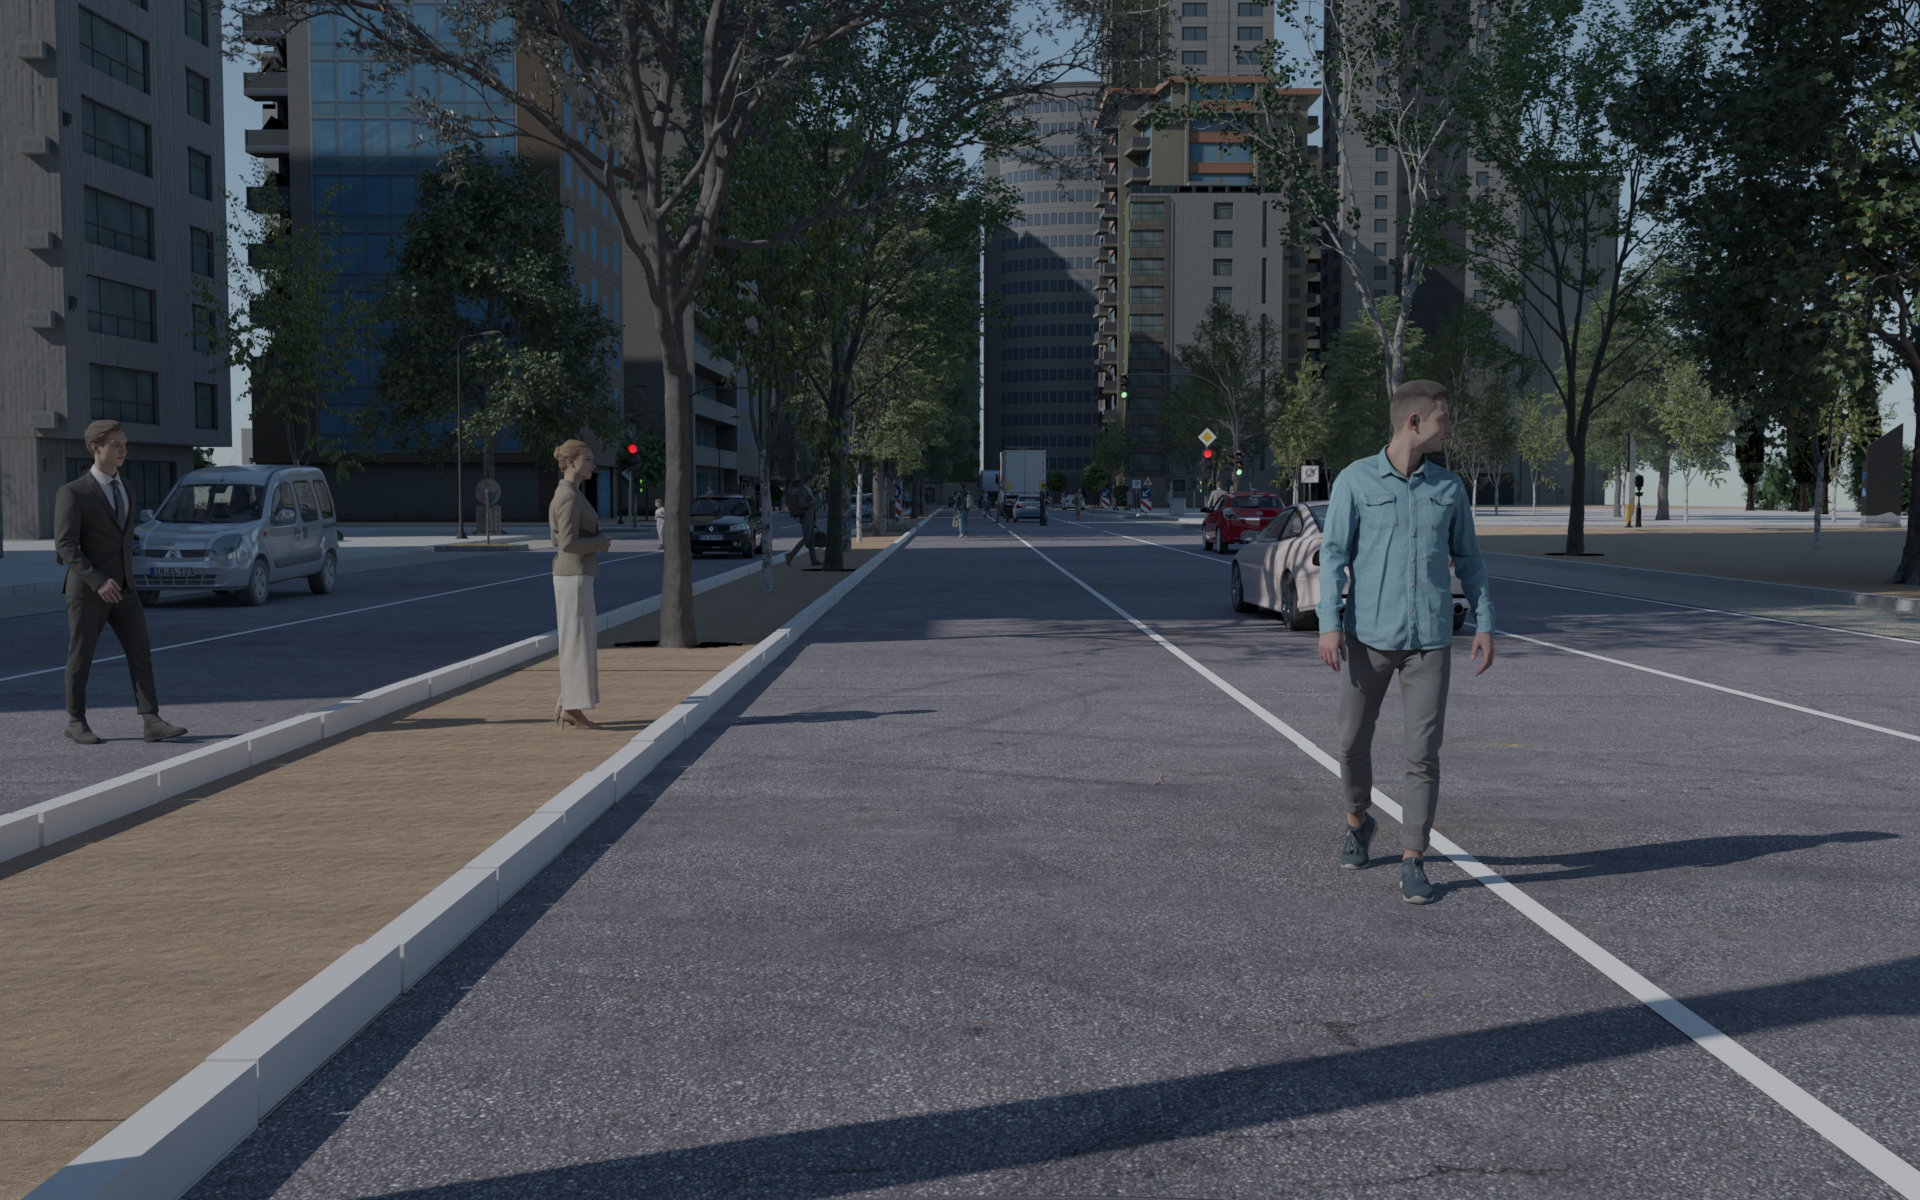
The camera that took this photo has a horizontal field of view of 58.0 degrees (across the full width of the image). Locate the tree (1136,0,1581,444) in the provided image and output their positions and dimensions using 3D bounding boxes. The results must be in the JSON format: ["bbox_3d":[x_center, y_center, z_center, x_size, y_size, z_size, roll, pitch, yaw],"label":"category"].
[{"bbox_3d":[12.263,-12.054,52.977,12.611,20.169,13.585,0,3,0],"label":"tree"}]

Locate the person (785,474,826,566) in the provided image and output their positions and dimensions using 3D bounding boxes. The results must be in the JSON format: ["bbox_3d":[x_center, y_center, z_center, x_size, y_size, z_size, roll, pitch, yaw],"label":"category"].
[{"bbox_3d":[-3.063,-1.583,34.347,0.822,1.834,0.622,0,4,-5],"label":"person"}]

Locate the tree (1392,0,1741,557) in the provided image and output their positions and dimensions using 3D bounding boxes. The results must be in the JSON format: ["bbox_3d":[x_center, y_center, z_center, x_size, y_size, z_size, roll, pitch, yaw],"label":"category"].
[{"bbox_3d":[12.789,-6.718,35.593,9.928,11.665,9.643,0,3,0],"label":"tree"}]

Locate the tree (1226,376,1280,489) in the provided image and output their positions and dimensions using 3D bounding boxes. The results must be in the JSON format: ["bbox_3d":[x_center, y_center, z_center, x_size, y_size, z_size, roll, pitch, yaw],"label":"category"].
[{"bbox_3d":[18.221,-9.698,108.917,4.360,8.622,3.978,0,3,0],"label":"tree"}]

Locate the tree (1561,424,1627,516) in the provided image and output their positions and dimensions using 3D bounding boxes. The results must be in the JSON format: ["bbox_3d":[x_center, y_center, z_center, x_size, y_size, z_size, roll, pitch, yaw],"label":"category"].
[{"bbox_3d":[39.396,-9.346,103.165,4.737,8.622,4.395,0,3,0],"label":"tree"}]

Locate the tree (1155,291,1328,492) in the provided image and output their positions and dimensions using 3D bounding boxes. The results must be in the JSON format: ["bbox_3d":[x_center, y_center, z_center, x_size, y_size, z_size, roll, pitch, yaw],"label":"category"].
[{"bbox_3d":[12.523,-8.913,80.132,7.601,10.594,8.767,0,4,4],"label":"tree"}]

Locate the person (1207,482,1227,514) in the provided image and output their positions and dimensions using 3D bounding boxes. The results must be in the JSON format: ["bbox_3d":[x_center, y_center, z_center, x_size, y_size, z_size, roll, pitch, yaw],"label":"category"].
[{"bbox_3d":[8.079,-2.792,54.271,0.709,1.813,0.853,0,4,2],"label":"person"}]

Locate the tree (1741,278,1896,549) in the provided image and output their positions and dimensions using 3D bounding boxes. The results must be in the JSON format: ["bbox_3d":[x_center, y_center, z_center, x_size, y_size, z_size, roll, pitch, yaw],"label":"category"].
[{"bbox_3d":[19.917,-5.496,40.228,4.360,8.622,3.978,0,3,0],"label":"tree"}]

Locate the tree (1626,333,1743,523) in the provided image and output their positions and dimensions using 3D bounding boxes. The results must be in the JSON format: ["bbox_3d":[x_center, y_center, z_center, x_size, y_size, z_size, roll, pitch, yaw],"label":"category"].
[{"bbox_3d":[32.715,-7.781,77.586,4.737,8.622,4.395,0,3,0],"label":"tree"}]

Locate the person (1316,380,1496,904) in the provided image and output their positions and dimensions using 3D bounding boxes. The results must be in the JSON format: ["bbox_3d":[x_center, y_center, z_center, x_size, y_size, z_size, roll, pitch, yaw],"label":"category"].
[{"bbox_3d":[1.630,0.123,6.355,0.638,1.841,0.748,1,4,12],"label":"person"}]

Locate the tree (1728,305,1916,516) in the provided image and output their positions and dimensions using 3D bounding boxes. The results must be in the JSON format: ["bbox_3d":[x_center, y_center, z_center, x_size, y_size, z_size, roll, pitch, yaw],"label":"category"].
[{"bbox_3d":[63.012,-13.844,128.175,13.155,14.587,18.604,-1,4,-18],"label":"tree"}]

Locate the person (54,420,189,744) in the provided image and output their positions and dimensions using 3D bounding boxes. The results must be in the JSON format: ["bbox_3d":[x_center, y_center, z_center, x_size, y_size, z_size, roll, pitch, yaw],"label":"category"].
[{"bbox_3d":[-4.830,-0.101,9.922,0.755,1.850,0.659,1,4,21],"label":"person"}]

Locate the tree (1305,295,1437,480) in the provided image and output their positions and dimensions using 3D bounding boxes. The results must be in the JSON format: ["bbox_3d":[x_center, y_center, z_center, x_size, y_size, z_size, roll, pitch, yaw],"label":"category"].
[{"bbox_3d":[23.924,-11.090,99.451,7.486,12.596,7.792,0,3,0],"label":"tree"}]

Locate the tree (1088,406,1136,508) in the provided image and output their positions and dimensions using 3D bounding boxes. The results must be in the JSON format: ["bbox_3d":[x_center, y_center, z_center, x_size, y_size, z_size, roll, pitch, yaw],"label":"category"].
[{"bbox_3d":[12.906,-11.951,145.769,4.737,8.622,4.395,0,3,0],"label":"tree"}]

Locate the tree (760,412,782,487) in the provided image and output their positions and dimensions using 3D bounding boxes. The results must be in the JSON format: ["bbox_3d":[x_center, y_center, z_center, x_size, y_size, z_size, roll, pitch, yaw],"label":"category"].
[{"bbox_3d":[-15.123,-12.047,147.332,4.360,8.622,3.978,0,3,0],"label":"tree"}]

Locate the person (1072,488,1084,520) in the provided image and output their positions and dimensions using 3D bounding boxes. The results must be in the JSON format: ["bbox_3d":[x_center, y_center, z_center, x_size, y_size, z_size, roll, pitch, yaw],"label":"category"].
[{"bbox_3d":[6.460,-5.262,94.885,0.716,1.782,0.532,-2,4,-24],"label":"person"}]

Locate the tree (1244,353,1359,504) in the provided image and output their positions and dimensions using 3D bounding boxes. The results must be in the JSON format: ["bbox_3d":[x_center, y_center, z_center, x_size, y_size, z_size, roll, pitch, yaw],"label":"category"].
[{"bbox_3d":[17.701,-8.603,91.024,4.737,8.622,4.395,0,3,0],"label":"tree"}]

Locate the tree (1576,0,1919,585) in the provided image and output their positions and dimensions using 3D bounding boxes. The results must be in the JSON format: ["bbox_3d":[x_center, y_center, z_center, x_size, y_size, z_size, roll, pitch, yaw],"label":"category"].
[{"bbox_3d":[13.837,-6.576,24.529,9.611,12.733,9.660,0,3,0],"label":"tree"}]

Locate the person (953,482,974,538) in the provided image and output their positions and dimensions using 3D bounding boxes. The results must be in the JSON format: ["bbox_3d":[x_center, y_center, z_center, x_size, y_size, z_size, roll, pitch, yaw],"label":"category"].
[{"bbox_3d":[0.060,-2.941,56.570,0.794,1.824,0.713,0,3,0],"label":"person"}]

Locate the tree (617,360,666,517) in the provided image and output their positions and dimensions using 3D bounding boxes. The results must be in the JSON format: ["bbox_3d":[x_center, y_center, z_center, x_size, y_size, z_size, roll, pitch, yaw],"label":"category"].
[{"bbox_3d":[-18.149,-8.873,95.438,4.360,8.622,3.978,0,3,0],"label":"tree"}]

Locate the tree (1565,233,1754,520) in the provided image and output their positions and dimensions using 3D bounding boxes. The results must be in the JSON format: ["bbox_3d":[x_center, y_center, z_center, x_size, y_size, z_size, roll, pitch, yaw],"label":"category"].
[{"bbox_3d":[35.040,-10.950,85.693,9.857,13.997,8.962,0,3,0],"label":"tree"}]

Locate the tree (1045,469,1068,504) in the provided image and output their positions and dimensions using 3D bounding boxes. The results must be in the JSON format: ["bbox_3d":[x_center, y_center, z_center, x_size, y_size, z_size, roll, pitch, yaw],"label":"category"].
[{"bbox_3d":[12.446,-14.714,224.287,4.285,4.588,4.351,0,3,0],"label":"tree"}]

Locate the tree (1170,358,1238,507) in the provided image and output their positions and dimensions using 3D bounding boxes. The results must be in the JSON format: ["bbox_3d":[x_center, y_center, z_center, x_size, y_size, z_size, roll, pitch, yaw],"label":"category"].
[{"bbox_3d":[18.771,-12.287,126.652,9.928,11.665,9.643,0,3,0],"label":"tree"}]

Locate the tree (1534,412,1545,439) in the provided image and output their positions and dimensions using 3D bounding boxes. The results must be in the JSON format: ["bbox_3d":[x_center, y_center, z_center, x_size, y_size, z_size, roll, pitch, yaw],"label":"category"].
[{"bbox_3d":[32.072,-9.318,102.713,4.360,8.622,3.978,0,3,0],"label":"tree"}]

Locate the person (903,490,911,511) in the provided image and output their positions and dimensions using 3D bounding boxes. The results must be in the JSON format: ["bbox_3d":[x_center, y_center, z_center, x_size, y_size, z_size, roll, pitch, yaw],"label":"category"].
[{"bbox_3d":[-4.519,-8.465,146.918,0.660,1.820,0.620,-1,4,-16],"label":"person"}]

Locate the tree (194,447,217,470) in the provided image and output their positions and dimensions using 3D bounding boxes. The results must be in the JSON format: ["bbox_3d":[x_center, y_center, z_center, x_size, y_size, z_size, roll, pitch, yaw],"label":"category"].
[{"bbox_3d":[-45.222,-7.189,101.257,4.285,4.588,4.351,0,3,0],"label":"tree"}]

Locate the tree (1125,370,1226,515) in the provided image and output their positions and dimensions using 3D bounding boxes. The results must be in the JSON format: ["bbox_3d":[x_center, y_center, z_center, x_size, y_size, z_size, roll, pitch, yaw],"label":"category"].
[{"bbox_3d":[12.885,-9.392,103.920,4.360,8.622,3.978,0,3,0],"label":"tree"}]

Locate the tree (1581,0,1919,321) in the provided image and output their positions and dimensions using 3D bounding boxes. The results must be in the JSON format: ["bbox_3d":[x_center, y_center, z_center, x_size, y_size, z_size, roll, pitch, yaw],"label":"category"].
[{"bbox_3d":[29.440,-12.189,55.176,12.611,20.169,13.585,0,3,0],"label":"tree"}]

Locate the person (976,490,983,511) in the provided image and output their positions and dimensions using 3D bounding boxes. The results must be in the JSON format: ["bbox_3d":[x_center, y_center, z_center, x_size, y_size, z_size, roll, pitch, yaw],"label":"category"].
[{"bbox_3d":[1.776,-8.539,148.297,0.419,1.800,0.721,-3,5,-40],"label":"person"}]

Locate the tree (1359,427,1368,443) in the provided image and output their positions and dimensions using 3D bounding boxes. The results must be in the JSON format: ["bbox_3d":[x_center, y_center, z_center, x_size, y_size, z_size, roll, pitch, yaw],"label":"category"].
[{"bbox_3d":[23.360,-9.603,107.363,4.737,8.622,4.395,0,3,0],"label":"tree"}]

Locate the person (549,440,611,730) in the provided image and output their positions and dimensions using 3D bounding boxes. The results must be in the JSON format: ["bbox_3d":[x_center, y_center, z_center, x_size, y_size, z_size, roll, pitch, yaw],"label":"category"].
[{"bbox_3d":[-2.285,-0.087,10.466,0.362,1.759,0.519,-1,4,-17],"label":"person"}]

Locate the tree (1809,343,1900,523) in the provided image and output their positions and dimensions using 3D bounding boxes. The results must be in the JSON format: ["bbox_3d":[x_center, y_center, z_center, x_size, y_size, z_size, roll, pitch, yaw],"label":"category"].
[{"bbox_3d":[38.719,-7.684,76.001,4.737,8.622,4.395,0,3,0],"label":"tree"}]

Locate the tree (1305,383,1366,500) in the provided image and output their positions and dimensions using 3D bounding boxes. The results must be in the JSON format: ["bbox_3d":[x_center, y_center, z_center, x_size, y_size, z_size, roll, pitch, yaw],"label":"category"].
[{"bbox_3d":[24.335,-9.983,113.586,4.360,8.622,3.978,0,3,0],"label":"tree"}]

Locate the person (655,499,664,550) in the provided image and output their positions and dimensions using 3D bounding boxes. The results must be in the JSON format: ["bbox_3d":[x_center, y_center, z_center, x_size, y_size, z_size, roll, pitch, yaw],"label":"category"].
[{"bbox_3d":[-7.744,-1.958,44.789,0.425,1.301,0.394,1,4,22],"label":"person"}]

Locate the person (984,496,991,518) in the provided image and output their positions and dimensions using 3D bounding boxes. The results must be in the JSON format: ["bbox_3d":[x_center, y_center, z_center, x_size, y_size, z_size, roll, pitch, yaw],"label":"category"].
[{"bbox_3d":[1.701,-5.659,105.294,0.475,1.303,0.640,3,4,39],"label":"person"}]

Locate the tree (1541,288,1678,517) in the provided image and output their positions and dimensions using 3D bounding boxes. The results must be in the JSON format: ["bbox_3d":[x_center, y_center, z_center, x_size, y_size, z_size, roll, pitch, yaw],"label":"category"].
[{"bbox_3d":[35.892,-10.833,95.253,7.486,12.596,7.792,0,3,0],"label":"tree"}]

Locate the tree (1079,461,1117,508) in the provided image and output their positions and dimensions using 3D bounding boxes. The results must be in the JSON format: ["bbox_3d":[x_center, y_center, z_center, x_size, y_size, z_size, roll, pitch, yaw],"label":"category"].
[{"bbox_3d":[13.193,-11.256,167.754,4.285,4.588,4.351,0,3,0],"label":"tree"}]

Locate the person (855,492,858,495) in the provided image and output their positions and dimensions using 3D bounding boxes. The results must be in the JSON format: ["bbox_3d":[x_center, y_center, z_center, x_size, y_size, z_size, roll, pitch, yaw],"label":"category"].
[{"bbox_3d":[-6.805,-6.564,116.087,0.793,1.790,0.793,-2,4,-29],"label":"person"}]

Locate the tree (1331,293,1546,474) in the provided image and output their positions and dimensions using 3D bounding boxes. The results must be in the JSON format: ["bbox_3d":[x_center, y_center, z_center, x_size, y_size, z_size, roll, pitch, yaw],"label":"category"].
[{"bbox_3d":[22.848,-8.941,80.596,8.767,10.594,7.601,-3,5,-42],"label":"tree"}]

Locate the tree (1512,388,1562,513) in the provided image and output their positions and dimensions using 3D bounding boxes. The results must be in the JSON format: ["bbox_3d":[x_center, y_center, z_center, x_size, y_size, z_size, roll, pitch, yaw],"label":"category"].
[{"bbox_3d":[39.364,-10.269,118.264,4.737,8.622,4.395,0,3,0],"label":"tree"}]

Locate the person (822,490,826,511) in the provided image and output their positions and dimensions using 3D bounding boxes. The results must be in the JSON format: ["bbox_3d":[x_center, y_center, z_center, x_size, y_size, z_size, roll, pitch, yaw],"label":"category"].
[{"bbox_3d":[-11.473,-8.351,145.218,0.526,1.800,0.537,2,4,29],"label":"person"}]

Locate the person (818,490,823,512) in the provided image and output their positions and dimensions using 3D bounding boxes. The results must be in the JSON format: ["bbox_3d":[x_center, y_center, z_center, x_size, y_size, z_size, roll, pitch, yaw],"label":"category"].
[{"bbox_3d":[-11.214,-7.902,137.926,0.641,1.798,0.478,0,4,3],"label":"person"}]

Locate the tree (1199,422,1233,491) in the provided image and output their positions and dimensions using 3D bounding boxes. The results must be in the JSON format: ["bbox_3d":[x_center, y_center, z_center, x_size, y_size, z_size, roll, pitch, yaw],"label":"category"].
[{"bbox_3d":[21.541,-11.903,144.968,4.737,8.622,4.395,0,3,0],"label":"tree"}]

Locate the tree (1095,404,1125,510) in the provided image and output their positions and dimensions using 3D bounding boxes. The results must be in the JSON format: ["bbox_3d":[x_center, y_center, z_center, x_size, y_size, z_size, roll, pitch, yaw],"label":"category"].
[{"bbox_3d":[13.002,-11.498,138.354,4.360,8.622,3.978,0,3,0],"label":"tree"}]

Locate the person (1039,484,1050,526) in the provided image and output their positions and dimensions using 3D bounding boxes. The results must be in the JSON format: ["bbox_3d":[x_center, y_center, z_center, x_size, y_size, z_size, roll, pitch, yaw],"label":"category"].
[{"bbox_3d":[3.834,-4.321,78.517,0.474,1.900,0.648,0,4,4],"label":"person"}]

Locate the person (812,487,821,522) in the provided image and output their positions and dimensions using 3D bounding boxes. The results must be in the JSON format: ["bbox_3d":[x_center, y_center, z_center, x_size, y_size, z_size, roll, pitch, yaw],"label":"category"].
[{"bbox_3d":[-7.402,-4.893,88.748,0.600,1.795,0.529,0,4,7],"label":"person"}]

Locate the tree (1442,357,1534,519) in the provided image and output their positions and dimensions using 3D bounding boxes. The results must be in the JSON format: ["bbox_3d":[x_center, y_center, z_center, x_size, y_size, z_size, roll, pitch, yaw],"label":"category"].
[{"bbox_3d":[26.293,-8.464,88.741,4.360,8.622,3.978,0,3,0],"label":"tree"}]

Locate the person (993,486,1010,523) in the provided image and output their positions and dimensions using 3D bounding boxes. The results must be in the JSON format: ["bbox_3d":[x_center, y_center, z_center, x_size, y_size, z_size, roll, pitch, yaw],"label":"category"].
[{"bbox_3d":[2.028,-4.685,85.199,0.850,1.850,0.679,0,4,-2],"label":"person"}]

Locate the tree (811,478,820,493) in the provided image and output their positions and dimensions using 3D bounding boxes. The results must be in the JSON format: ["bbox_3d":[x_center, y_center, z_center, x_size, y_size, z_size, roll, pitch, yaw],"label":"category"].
[{"bbox_3d":[-15.634,-11.899,189.151,1.663,3.219,1.824,0,3,0],"label":"tree"}]
